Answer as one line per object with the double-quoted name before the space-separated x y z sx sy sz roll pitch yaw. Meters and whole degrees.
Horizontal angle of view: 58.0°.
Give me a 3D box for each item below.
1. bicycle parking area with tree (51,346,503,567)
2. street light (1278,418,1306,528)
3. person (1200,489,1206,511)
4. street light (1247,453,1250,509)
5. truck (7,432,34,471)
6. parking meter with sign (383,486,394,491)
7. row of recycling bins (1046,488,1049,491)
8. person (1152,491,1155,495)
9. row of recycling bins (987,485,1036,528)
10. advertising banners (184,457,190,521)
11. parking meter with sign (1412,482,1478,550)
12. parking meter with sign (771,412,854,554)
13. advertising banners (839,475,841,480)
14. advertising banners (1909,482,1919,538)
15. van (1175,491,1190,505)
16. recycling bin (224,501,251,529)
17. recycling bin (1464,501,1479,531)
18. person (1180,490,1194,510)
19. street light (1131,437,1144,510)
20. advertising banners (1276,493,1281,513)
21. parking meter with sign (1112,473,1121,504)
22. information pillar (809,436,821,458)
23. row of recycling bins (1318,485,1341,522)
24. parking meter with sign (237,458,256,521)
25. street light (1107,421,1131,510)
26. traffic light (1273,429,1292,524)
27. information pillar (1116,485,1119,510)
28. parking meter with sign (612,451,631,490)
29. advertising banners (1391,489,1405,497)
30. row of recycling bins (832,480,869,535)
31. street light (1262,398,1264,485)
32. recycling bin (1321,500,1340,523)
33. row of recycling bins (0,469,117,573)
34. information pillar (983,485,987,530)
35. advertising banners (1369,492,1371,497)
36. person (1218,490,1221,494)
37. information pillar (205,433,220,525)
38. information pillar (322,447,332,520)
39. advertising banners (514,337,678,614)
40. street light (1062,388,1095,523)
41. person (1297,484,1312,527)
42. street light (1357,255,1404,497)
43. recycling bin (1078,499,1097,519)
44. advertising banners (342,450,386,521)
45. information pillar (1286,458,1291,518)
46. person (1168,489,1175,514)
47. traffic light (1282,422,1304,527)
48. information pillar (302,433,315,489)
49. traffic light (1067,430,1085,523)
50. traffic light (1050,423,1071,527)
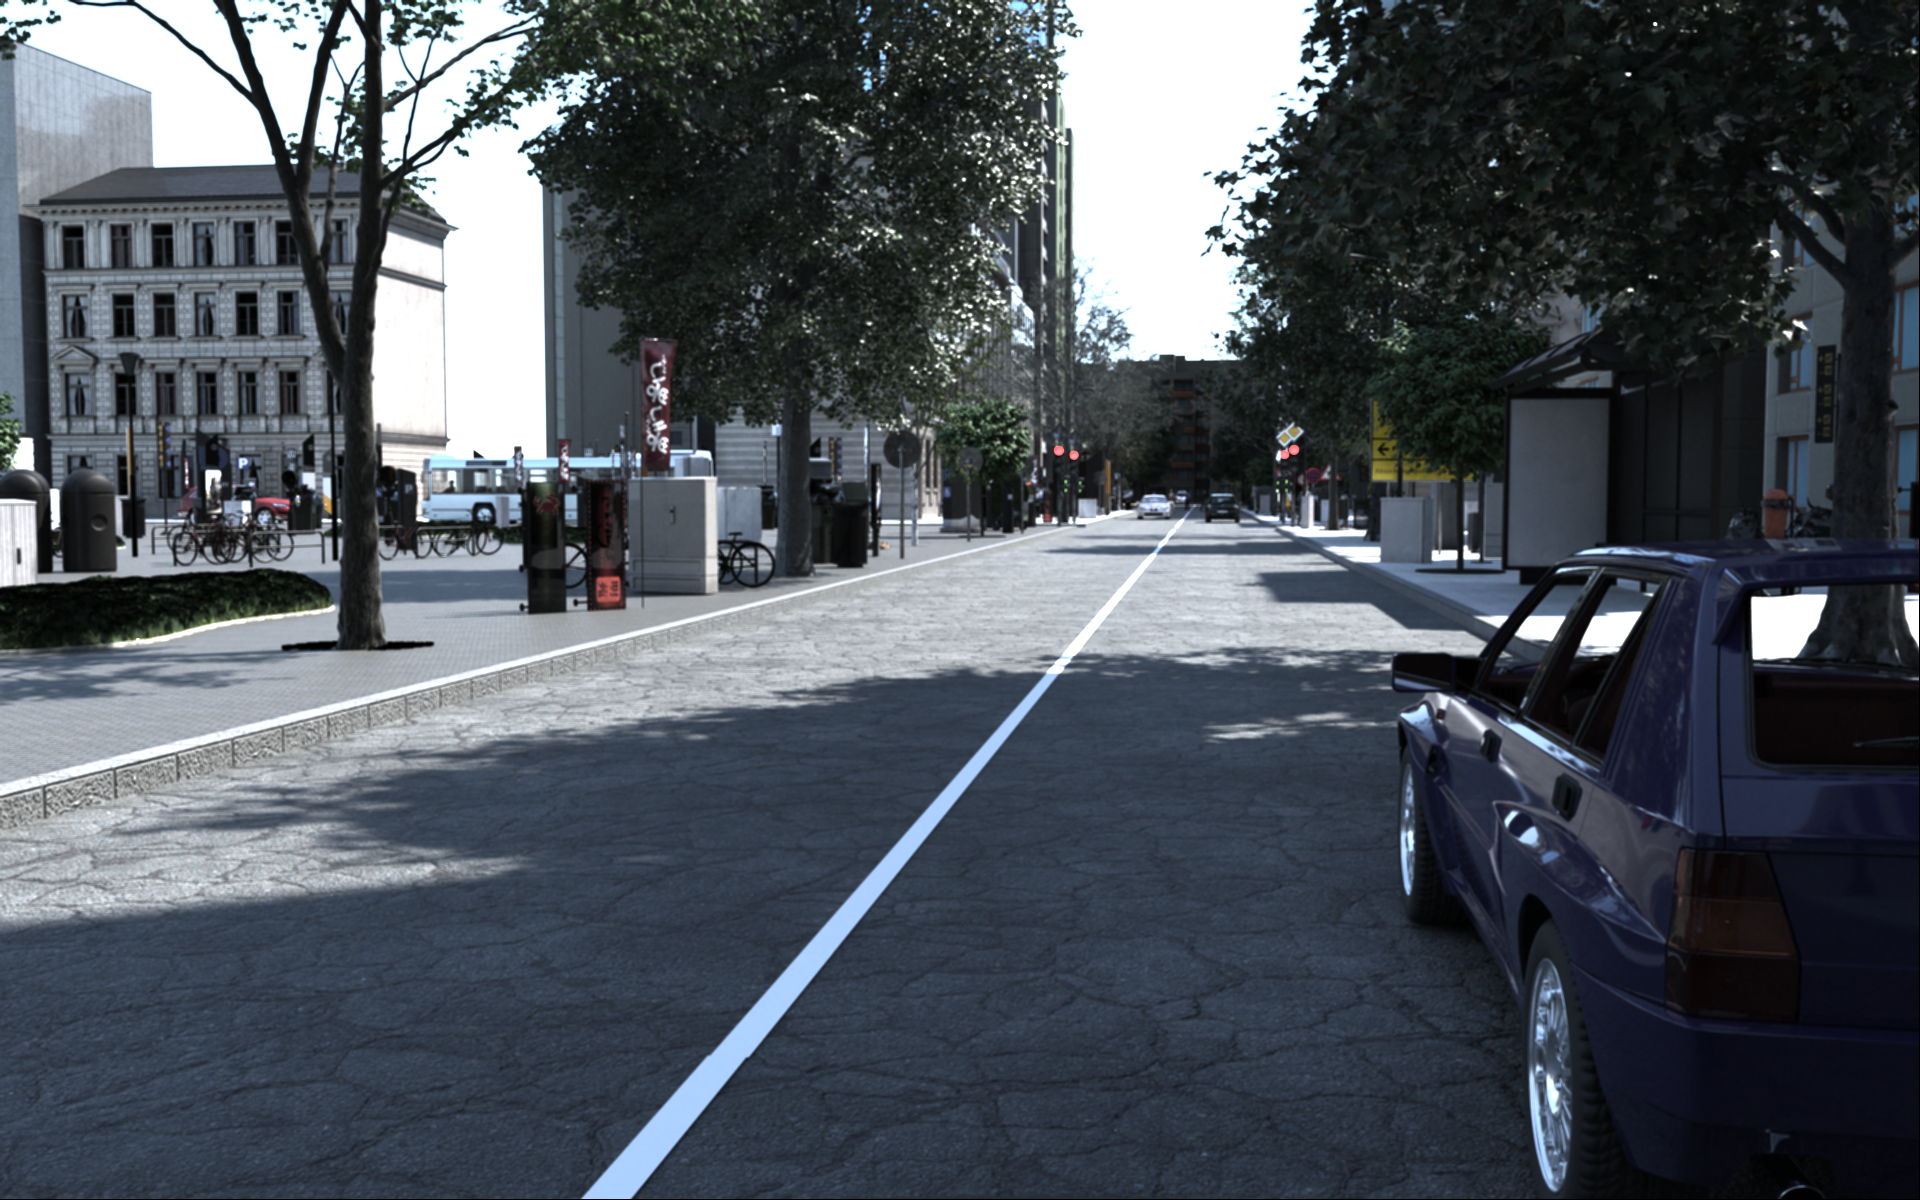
"bicycle parking area with tree" -14.352 -2.898 34.384 8.231 4.147 9.016 3 4 36
"street light" 12.666 -5.739 66.366 1.470 5.913 1.316 0 4 8
"person" 20.128 -8.212 142.539 0.755 1.850 0.659 0 4 8
"street light" 19.788 -8.798 116.393 1.470 5.913 1.316 0 4 8
"truck" -48.213 -5.520 79.157 11.283 4.237 2.839 0 4 7
"parking meter with sign" -28.287 -5.461 85.549 1.738 3.016 0.543 -1 4 -22
"row of recycling bins" 4.190 -6.506 113.485 3.534 1.692 1.069 1 4 20
"person" 25.778 -13.669 231.858 0.599 1.838 0.709 -1 4 -18
"row of recycling bins" 1.726 -3.630 66.458 1.069 1.692 3.534 2 4 35
"advertising banners" -37.075 -5.350 83.657 0.090 3.025 2.074 0 4 -5
"parking meter with sign" 11.164 -2.648 39.559 1.738 3.016 0.543 0 4 -5
"parking meter with sign" -3.043 -2.450 36.318 1.738 3.016 0.543 -2 4 -30
"advertising banners" -5.594 -5.355 83.747 0.090 3.025 2.074 1 4 14
"advertising banners" 12.421 -1.593 22.227 0.090 3.025 2.074 -2 4 -28
"van" 28.796 -13.286 224.241 2.013 2.044 4.112 0 4 8
"recycling bin" -26.985 -3.189 64.700 0.722 1.027 0.722 0 4 3
"recycling bin" 17.994 -2.966 61.045 0.722 1.027 0.722 -1 4 -9
"person" 20.277 -8.942 154.691 1.348 1.826 0.705 -1 4 -17
"street light" 14.531 -10.381 142.273 1.470 5.913 1.316 0 4 8
"advertising banners" 21.649 -7.369 116.674 0.090 3.025 2.074 -2 4 -27
"parking meter with sign" 12.780 -8.946 142.527 0.543 3.016 1.738 1 4 19
"information pillar" -5.871 -4.831 70.340 0.504 3.616 0.183 -2 4 -26
"row of recycling bins" 16.791 -4.371 78.575 1.069 1.692 3.534 1 4 9
"parking meter with sign" -33.726 -5.254 82.164 0.543 3.016 1.738 -3 5 -39
"street light" 9.782 -8.324 108.638 1.470 5.913 1.316 0 4 8
"traffic light" 13.965 -5.249 74.749 0.839 4.253 0.868 0 4 8
"information pillar" 12.599 -8.159 137.891 0.304 2.012 0.304 0 4 1
"parking meter with sign" -13.720 -4.497 69.788 0.543 3.016 1.738 1 4 15
"advertising banners" 13.445 -3.536 54.000 0.090 3.025 2.074 3 4 36
"row of recycling bins" -3.874 -2.804 52.964 1.069 1.692 3.534 -2 4 -33
"street light" 15.042 -6.795 83.634 1.470 5.913 1.316 0 4 8
"recycling bin" 16.237 -3.874 75.896 0.722 1.027 0.722 1 4 21
"row of recycling bins" -15.650 -1.286 28.140 3.534 1.692 1.069 -1 4 -18
"information pillar" 0.731 -3.460 61.055 0.304 2.012 0.304 3 4 37
"advertising banners" 25.141 -6.691 105.589 0.090 3.025 2.074 0 4 6
"person" 24.462 -9.458 163.152 0.705 1.823 1.348 1 4 19
"information pillar" -28.517 -4.572 66.100 0.504 3.616 0.183 -2 4 -31
"information pillar" -31.620 -5.831 86.694 0.504 3.616 0.183 0 4 -2
"advertising banners" -3.929 -1.398 19.046 0.090 3.025 2.074 3 5 44
"street light" 5.185 -6.319 75.858 1.470 5.913 1.316 0 4 8
"person" 14.093 -3.810 70.764 0.622 1.834 0.822 0 4 -7
"street light" 8.004 -3.734 33.595 1.470 5.913 1.316 0 4 8
"recycling bin" 6.601 -4.712 89.593 0.722 1.027 0.722 -2 4 -31
"advertising banners" -23.521 -4.449 68.922 2.074 3.025 0.090 0 4 -1
"information pillar" 17.839 -6.273 93.923 0.183 3.616 0.504 -1 4 -15
"person" 15.017 -6.986 123.273 0.519 1.759 0.362 1 4 16
"traffic light" 12.849 -4.766 66.842 0.839 4.253 0.868 0 4 8
"information pillar" -24.928 -4.586 66.337 0.183 3.616 0.504 3 5 41
"traffic light" 5.039 -5.325 75.988 0.839 4.253 0.868 0 4 8
"traffic light" 3.924 -4.842 68.081 0.839 4.253 0.868 0 4 8
